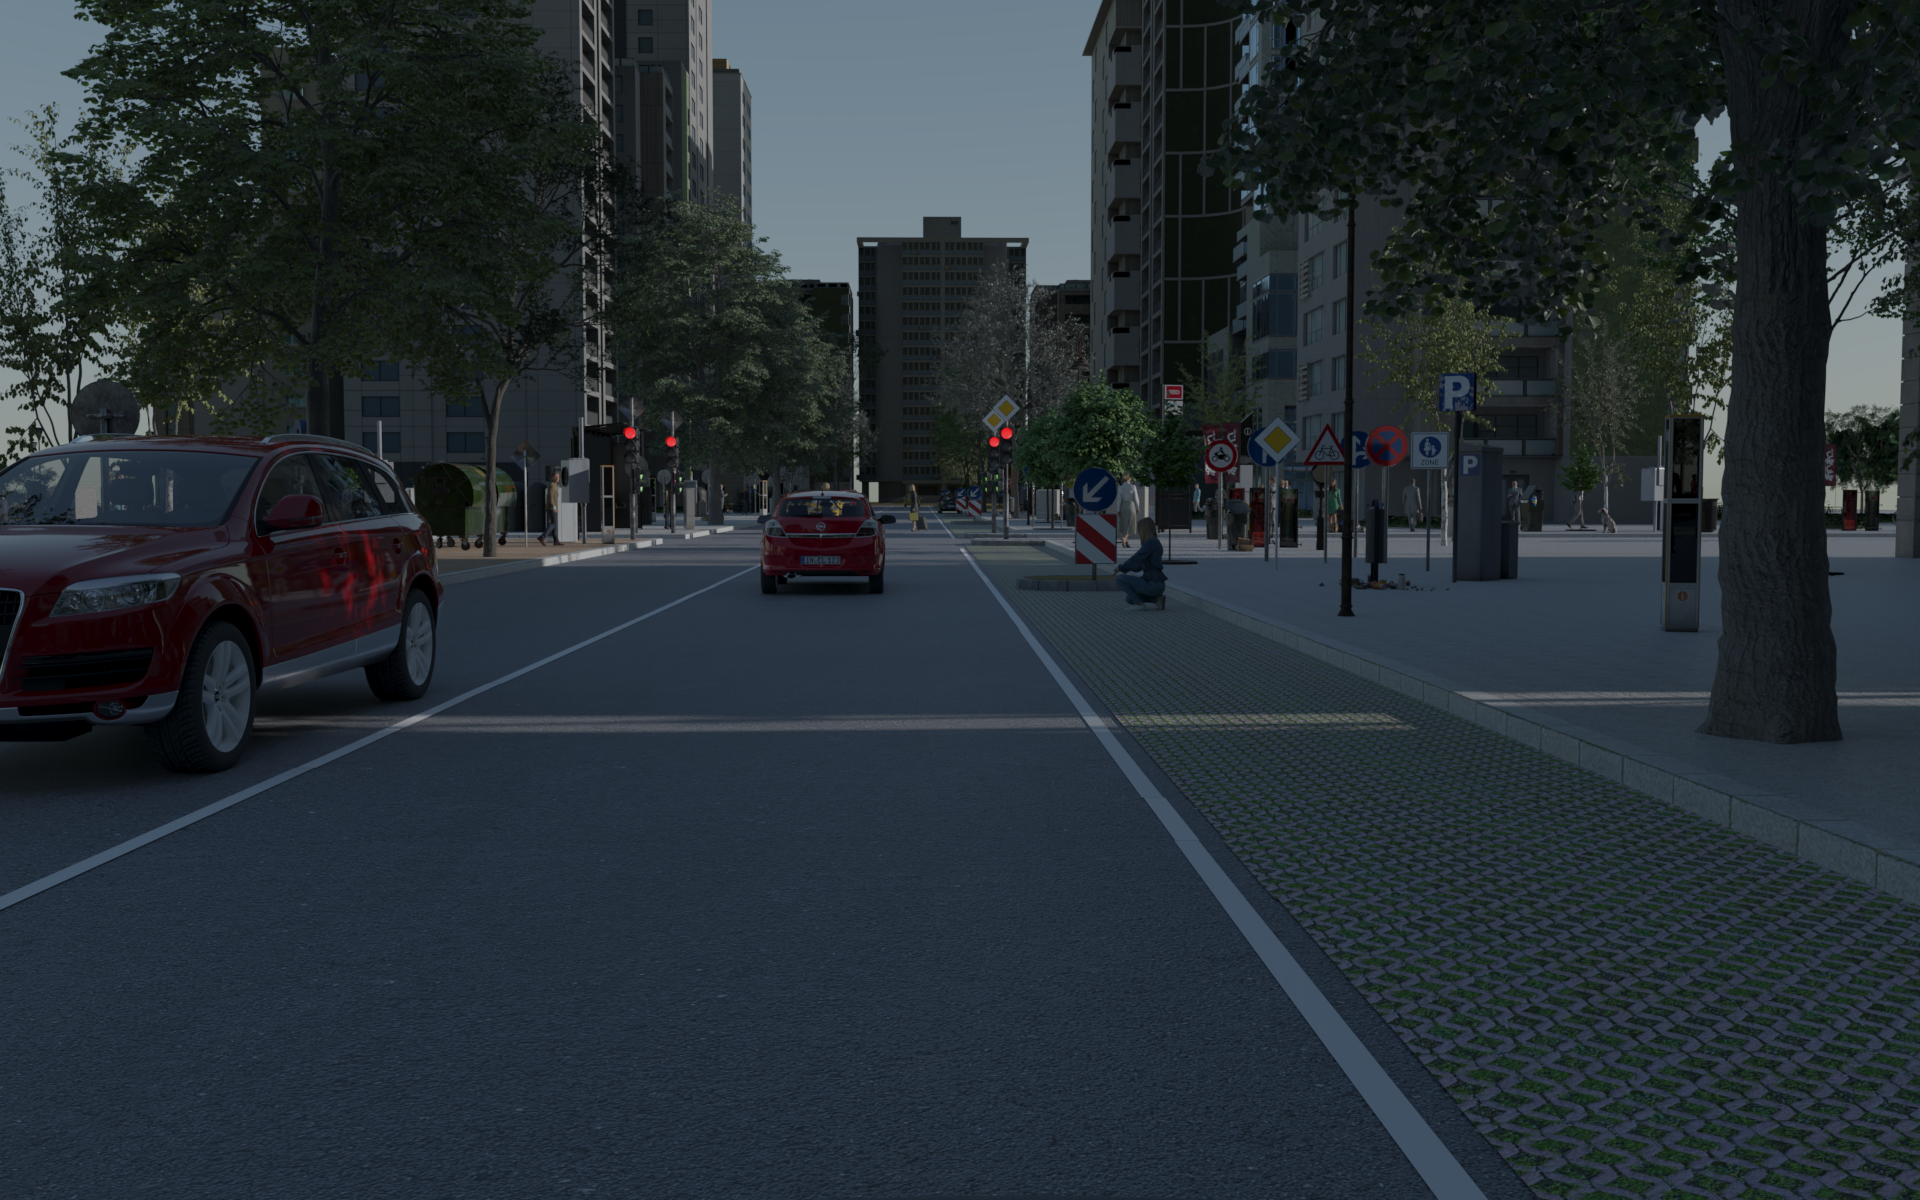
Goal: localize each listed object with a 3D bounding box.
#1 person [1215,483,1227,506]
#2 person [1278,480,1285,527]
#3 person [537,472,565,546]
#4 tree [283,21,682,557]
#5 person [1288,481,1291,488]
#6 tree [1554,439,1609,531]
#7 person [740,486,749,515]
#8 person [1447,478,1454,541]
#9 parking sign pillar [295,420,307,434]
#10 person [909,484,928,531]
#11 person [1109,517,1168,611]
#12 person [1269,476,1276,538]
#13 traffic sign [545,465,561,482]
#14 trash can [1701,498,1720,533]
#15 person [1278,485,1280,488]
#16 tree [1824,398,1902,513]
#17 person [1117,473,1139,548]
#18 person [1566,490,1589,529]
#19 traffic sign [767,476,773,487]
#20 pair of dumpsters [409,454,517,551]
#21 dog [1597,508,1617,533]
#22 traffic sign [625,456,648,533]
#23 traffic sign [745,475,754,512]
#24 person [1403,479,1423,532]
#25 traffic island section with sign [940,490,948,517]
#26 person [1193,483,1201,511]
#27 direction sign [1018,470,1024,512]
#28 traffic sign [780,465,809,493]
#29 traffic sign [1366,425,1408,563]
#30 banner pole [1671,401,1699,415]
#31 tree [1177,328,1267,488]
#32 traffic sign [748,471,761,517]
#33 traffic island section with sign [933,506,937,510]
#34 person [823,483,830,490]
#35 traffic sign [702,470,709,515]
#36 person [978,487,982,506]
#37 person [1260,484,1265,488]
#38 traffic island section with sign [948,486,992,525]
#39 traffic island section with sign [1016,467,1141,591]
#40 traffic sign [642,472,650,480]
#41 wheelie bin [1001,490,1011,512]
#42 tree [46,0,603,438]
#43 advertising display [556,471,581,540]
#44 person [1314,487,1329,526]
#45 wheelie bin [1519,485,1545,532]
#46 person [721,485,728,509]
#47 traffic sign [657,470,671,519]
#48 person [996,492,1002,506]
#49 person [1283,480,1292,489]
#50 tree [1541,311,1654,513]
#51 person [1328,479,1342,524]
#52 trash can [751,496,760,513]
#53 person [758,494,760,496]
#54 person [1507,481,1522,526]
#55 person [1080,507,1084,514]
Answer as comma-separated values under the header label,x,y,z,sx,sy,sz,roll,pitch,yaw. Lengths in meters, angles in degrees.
label,x,y,z,sx,sy,sz,roll,pitch,yaw
person,10.883,-4.065,72.851,0.599,1.781,0.374,2,4,29
person,11.089,-3.259,59.743,0.576,1.772,0.534,2,4,29
person,-10.112,-2.260,42.911,0.656,1.842,0.836,3,5,41
tree,-9.604,-6.131,34.657,8.767,10.594,7.601,0,4,-1
person,13.443,-3.944,70.552,0.654,1.822,0.581,2,4,34
tree,21.663,-4.024,60.401,1.663,3.219,1.824,0,3,0
person,-13.188,-6.111,106.380,0.534,1.772,0.576,-2,4,-25
person,13.483,-2.483,47.194,0.519,1.759,0.362,2,4,27
parking sign pillar,-16.918,-3.459,45.023,1.447,3.967,1.447,-2,4,-29
person,-1.630,-3.550,66.759,0.699,1.804,1.509,2,4,27
person,2.142,-0.440,21.189,0.738,1.151,1.012,2,4,28
person,8.853,-2.663,49.863,0.573,1.790,0.520,1,4,17
traffic sign,-14.482,-3.647,61.751,0.606,2.300,0.079,0,4,4
trash can,24.969,-2.827,57.878,0.748,1.137,0.748,0,3,0
person,18.800,-5.831,101.561,0.721,1.800,0.419,-1,4,-17
tree,55.839,-8.437,100.850,11.467,7.101,20.602,-1,4,-13
person,3.955,-2.131,41.105,0.478,1.798,0.641,2,4,32
person,22.957,-3.558,64.320,0.850,1.850,0.679,0,4,6
traffic sign,-13.366,-7.455,121.888,0.884,2.594,0.081,0,4,4
pair of dumpsters,-11.768,-2.360,41.080,1.574,2.255,4.437,0,4,-1
dog,21.387,-2.607,56.999,0.513,0.831,0.800,0,4,-7
traffic sign,-10.567,-3.449,56.497,0.768,2.556,0.104,0,4,5
traffic sign,-14.244,-7.188,117.635,0.768,2.556,0.104,0,4,0
person,15.435,-3.231,58.973,0.694,1.812,0.767,2,4,35
traffic island section with sign,-0.079,-6.121,108.708,1.989,1.847,2.006,0,4,-1
person,12.531,-5.213,91.143,0.748,1.841,0.638,0,4,7
direction sign,4.467,-8.246,126.821,0.379,3.537,0.876,-2,4,-30
traffic sign,-11.778,-7.854,122.284,2.265,3.308,0.079,0,4,0
traffic sign,7.861,-1.948,31.955,0.768,2.556,0.104,0,4,5
banner pole,19.319,-3.449,46.407,0.863,3.779,0.401,2,4,27
tree,11.631,-7.689,76.078,4.737,8.622,4.395,0,3,0
traffic sign,-11.441,-5.920,96.789,0.884,2.594,0.081,0,4,1
traffic island section with sign,-1.268,-9.176,158.660,1.989,1.847,2.006,0,4,-1
person,-4.052,-2.914,56.356,1.509,1.804,0.699,3,4,36
traffic sign,-13.077,-5.506,90.136,0.768,2.556,0.104,0,4,6
person,1.532,-7.317,125.773,0.778,1.811,0.616,-1,4,-13
person,17.033,-5.581,97.271,0.580,1.828,0.573,-2,4,-30
traffic island section with sign,0.555,-4.459,81.526,1.989,1.847,2.006,0,4,-1
traffic island section with sign,1.868,-1.079,26.271,1.989,1.847,2.006,0,4,-1
traffic sign,-14.627,-4.861,79.581,0.768,2.556,0.104,0,3,0
wheelie bin,3.351,-7.048,123.143,0.980,1.594,0.693,-1,4,-16
tree,-8.884,-6.526,24.821,7.486,12.596,7.792,0,3,0
advertising display,-11.051,-2.669,48.846,0.974,1.923,0.123,3,4,37
person,13.997,-3.717,66.920,0.767,1.812,0.694,-1,4,-17
wheelie bin,19.551,-3.134,59.155,0.693,1.594,0.980,-1,4,-10
person,-12.985,-5.394,94.411,0.590,1.801,0.661,-3,5,-42
traffic sign,-15.332,-5.481,89.723,0.768,2.556,0.104,0,4,7
person,4.173,-10.711,181.256,1.350,1.814,0.705,2,4,31
person,11.621,-3.383,61.747,0.661,1.777,0.834,0,4,3
tree,25.551,-7.241,68.756,4.360,8.622,3.978,0,3,0
person,12.777,-3.244,59.328,0.600,1.795,0.529,0,4,8
trash can,-13.949,-6.538,118.556,0.748,1.137,0.748,0,3,0
person,-19.896,-9.893,167.800,1.348,1.822,0.705,0,4,-8
person,22.197,-3.860,69.328,0.661,1.801,0.590,2,4,29
person,4.983,-4.038,72.166,0.767,1.812,0.694,-1,4,-13
